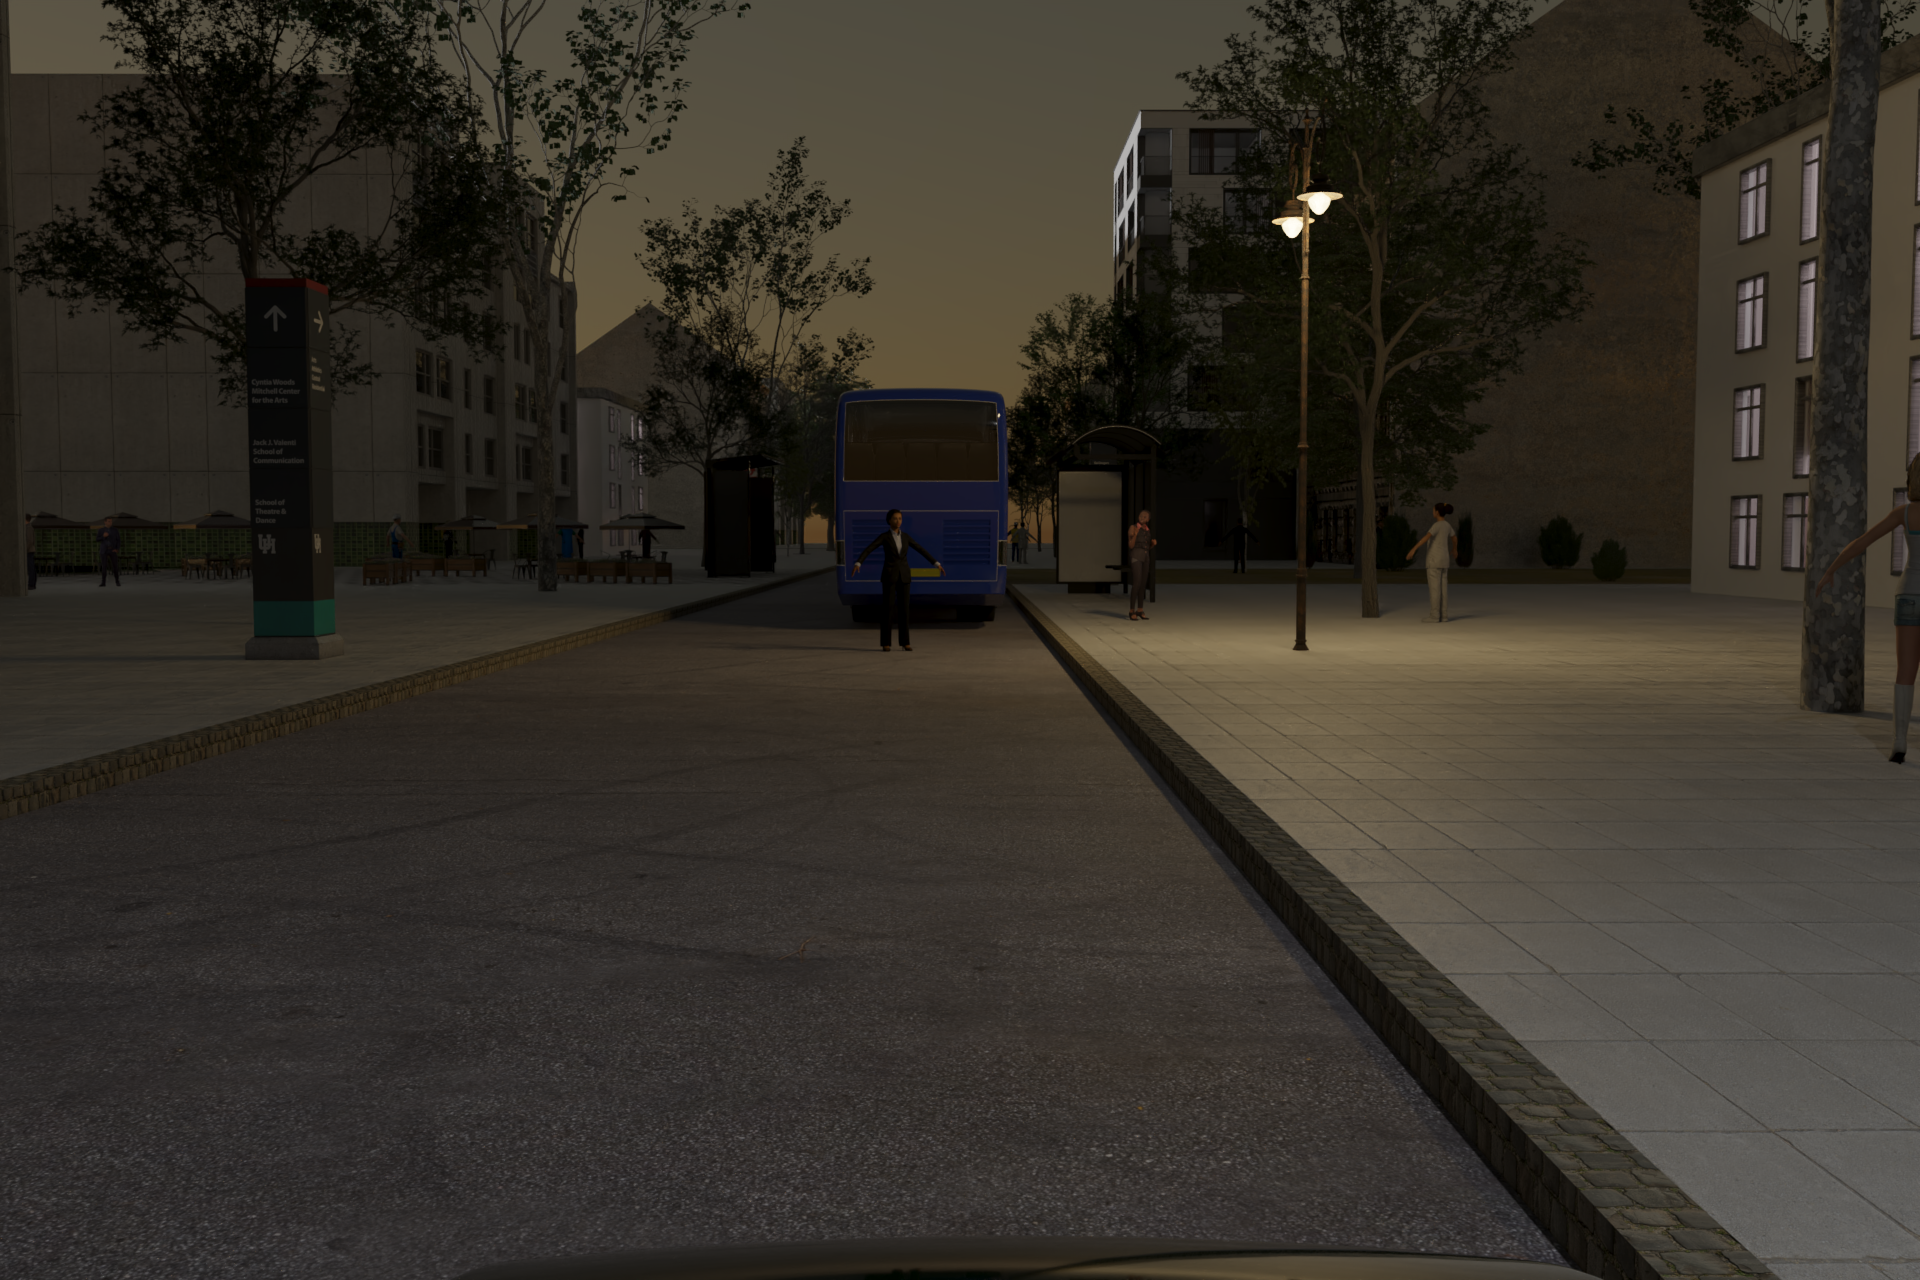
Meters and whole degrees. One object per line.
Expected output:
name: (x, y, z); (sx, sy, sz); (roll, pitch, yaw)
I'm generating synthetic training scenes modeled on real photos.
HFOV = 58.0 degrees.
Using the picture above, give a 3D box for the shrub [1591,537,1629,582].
shrub: (17.578, -2.188, 46.889); (1.383, 1.207, 1.383); (0, 3, 0)

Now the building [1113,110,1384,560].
building: (22.559, -15.665, 100.092); (27.936, 21.610, 32.646); (0, 3, 0)

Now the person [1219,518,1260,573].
person: (9.154, -3.089, 56.724); (1.346, 1.802, 0.704); (0, 4, 1)

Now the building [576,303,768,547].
building: (-29.564, -20.985, 174.039); (19.493, 23.208, 18.063); (0, 4, -1)

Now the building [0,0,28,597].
building: (-27.595, -9.358, 19.462); (16.747, 18.905, 31.486); (0, 3, 0)

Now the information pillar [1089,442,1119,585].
information pillar: (3.584, -3.309, 43.484); (0.750, 3.857, 0.750); (0, 4, 0)

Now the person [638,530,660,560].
person: (-11.771, -3.613, 65.217); (0.704, 1.812, 1.346); (-3, 5, -43)

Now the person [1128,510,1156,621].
person: (2.708, -1.116, 25.764); (0.415, 1.643, 0.593); (0, 4, 6)

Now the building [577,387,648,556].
building: (-24.816, -10.468, 113.294); (9.099, 9.664, 28.070); (0, 4, 1)

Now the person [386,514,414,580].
person: (-15.845, -2.629, 48.834); (1.347, 1.847, 0.705); (3, 5, 41)

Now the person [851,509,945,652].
person: (-0.757, -0.730, 21.117); (1.216, 1.740, 0.721); (-1, 4, -22)

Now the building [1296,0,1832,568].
building: (25.494, -14.848, 73.699); (19.493, 23.208, 18.063); (0, 3, 0)

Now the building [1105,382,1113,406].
building: (20.572, -20.021, 183.768); (16.016, 20.090, 11.380); (0, 4, 0)

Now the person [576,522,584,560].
person: (-17.120, -4.395, 78.046); (0.705, 1.806, 1.347); (-1, 4, -21)

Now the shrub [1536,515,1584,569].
shrub: (22.067, -3.626, 63.703); (1.690, 2.028, 1.600); (0, 3, 0)

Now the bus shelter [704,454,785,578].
bus shelter: (-6.625, -3.824, 53.813); (1.731, 3.624, 6.357); (0, 4, 1)

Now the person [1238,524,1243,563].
person: (12.236, -4.228, 75.935); (0.721, 1.733, 1.217); (1, 4, 20)

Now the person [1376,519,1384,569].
person: (15.390, -3.517, 63.435); (0.705, 1.837, 1.347); (2, 4, 34)

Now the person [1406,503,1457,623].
person: (6.893, -1.128, 25.208); (1.217, 1.739, 0.721); (-3, 5, -42)

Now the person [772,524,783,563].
person: (-8.404, -4.360, 77.414); (1.348, 1.813, 0.705); (-3, 5, -43)

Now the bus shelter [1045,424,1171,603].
bus shelter: (2.875, -2.500, 34.791); (2.014, 3.302, 5.546); (0, 4, 0)

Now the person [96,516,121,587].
person: (-20.782, -2.160, 42.275); (0.541, 1.710, 0.530); (-1, 4, -15)

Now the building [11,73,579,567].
building: (-30.049, -13.223, 82.653); (16.747, 18.905, 31.486); (0, 4, 0)

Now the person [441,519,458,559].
person: (-19.680, -3.732, 66.804); (0.705, 1.856, 1.354); (0, 4, -1)

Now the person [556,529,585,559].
person: (-14.374, -3.504, 63.419); (1.347, 1.817, 0.704); (-3, 5, -41)

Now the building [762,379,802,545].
building: (-29.001, -21.117, 211.713); (16.747, 18.905, 31.486); (0, 4, 0)

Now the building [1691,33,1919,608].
building: (20.605, -5.014, 24.131); (9.099, 9.664, 28.070); (0, 4, 0)

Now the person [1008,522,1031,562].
person: (2.546, -4.448, 78.691); (1.349, 1.833, 0.705); (1, 4, 16)

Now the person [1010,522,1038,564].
person: (2.729, -4.206, 74.949); (1.347, 1.806, 0.705); (2, 4, 31)

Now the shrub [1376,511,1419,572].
shrub: (14.908, -3.388, 59.438); (1.661, 2.075, 1.752); (0, 3, 0)

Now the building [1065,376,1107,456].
building: (21.741, -22.333, 196.070); (19.493, 23.208, 18.063); (0, 4, 0)

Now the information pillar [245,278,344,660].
information pillar: (-6.906, -1.744, 17.894); (0.750, 3.857, 0.750); (0, 4, -1)

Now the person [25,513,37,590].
person: (-21.598, -2.033, 39.813); (0.750, 1.759, 0.617); (-1, 4, -9)

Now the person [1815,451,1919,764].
person: (5.416, -0.186, 9.652); (1.214, 1.753, 0.721); (3, 5, 40)
